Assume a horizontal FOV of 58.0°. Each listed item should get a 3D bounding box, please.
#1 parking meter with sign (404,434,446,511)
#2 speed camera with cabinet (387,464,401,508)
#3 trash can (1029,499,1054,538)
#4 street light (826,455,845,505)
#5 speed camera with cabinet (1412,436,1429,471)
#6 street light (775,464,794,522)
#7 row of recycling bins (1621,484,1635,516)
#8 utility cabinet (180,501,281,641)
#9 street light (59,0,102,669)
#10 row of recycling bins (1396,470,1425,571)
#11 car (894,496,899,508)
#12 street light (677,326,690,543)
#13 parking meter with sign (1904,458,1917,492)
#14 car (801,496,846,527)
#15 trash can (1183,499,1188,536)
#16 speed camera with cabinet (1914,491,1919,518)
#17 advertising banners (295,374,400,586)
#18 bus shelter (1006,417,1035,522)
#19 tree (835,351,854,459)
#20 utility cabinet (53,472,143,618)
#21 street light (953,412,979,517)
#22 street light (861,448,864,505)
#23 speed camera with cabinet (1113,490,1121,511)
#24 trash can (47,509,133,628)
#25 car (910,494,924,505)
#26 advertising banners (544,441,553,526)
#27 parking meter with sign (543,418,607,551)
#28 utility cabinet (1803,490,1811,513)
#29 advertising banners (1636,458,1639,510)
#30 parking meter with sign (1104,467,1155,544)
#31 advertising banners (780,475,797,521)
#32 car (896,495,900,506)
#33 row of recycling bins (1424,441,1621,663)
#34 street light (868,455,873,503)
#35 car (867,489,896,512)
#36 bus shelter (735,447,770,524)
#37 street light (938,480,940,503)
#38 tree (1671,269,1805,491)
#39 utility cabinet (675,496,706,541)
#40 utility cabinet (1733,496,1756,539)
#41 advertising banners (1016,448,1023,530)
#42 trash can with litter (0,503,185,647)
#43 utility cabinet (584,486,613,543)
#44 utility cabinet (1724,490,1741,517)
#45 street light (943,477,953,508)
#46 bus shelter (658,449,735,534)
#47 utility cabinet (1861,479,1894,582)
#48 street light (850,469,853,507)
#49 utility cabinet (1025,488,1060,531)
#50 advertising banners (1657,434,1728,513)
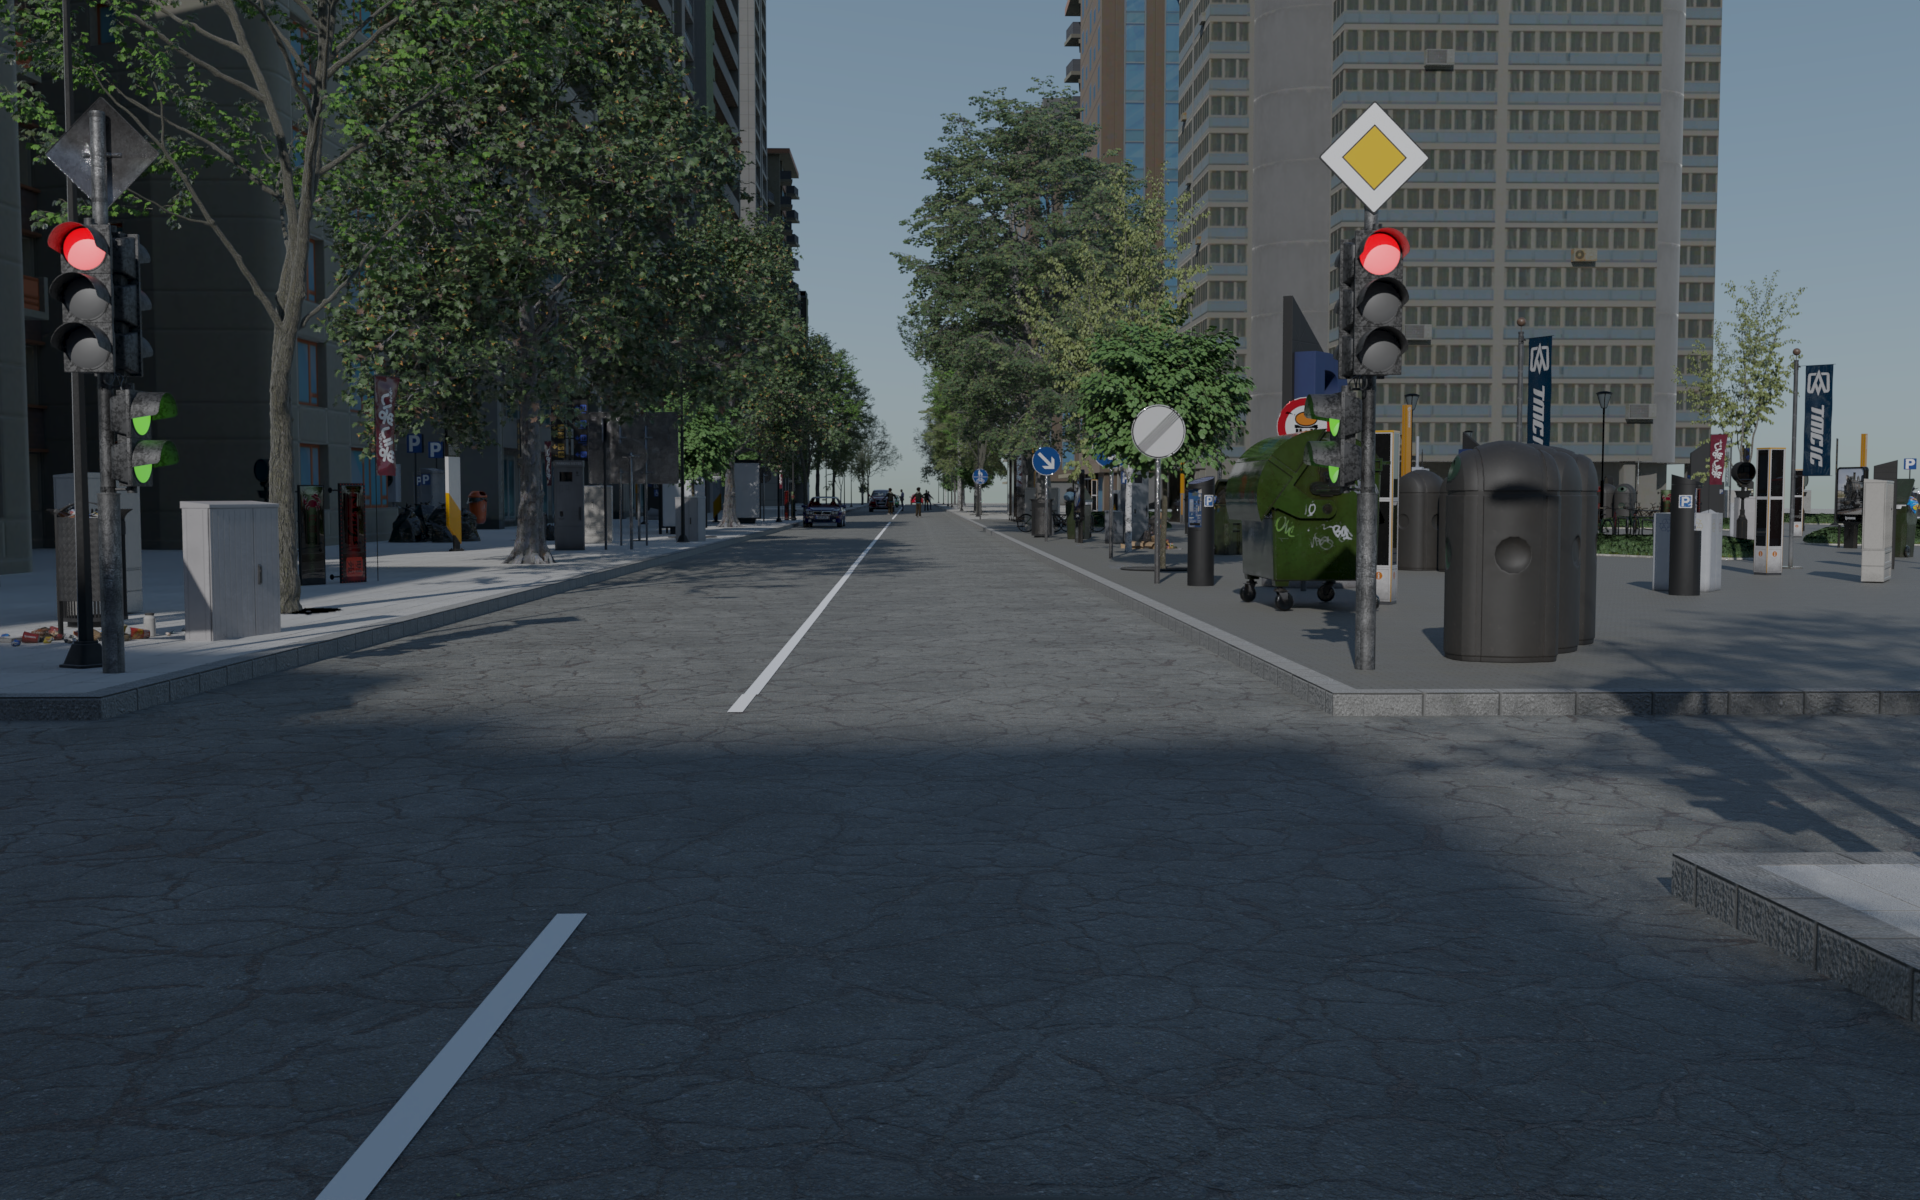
[{"bbox_3d":[-15.515,-3.354,51.102,0.543,3.016,1.738,1,4,21],"label":"parking meter with sign"},{"bbox_3d":[-17.347,-3.423,50.296,2.038,3.252,0.660,0,4,-2],"label":"speed camera with cabinet"},{"bbox_3d":[2.406,-2.405,50.983,0.748,1.137,0.748,0,3,0],"label":"trash can"},{"bbox_3d":[-8.876,-9.131,121.828,1.470,5.913,1.316,0,4,-2],"label":"street light"},{"bbox_3d":[16.349,-3.967,59.192,2.038,3.252,0.660,2,4,24],"label":"speed camera with cabinet"},{"bbox_3d":[-7.726,-6.503,78.871,1.470,5.913,1.316,0,4,-2],"label":"street light"},{"bbox_3d":[25.296,-3.782,68.947,1.069,1.692,3.534,-2,4,-33],"label":"row of recycling bins"},{"bbox_3d":[-6.525,-0.269,15.555,0.306,1.237,1.020,1,4,12],"label":"utility cabinet"},{"bbox_3d":[-5.947,-2.456,12.696,1.470,5.913,1.316,0,4,-2],"label":"street light"},{"bbox_3d":[8.108,-1.333,28.912,1.069,1.692,3.534,-3,5,-42],"label":"row of recycling bins"},{"bbox_3d":[-7.462,-10.733,184.284,1.959,1.807,4.718,0,4,-3],"label":"car"},{"bbox_3d":[-6.809,-4.480,45.784,1.470,5.913,1.316,0,4,-2],"label":"street light"},{"bbox_3d":[45.829,-5.349,83.710,0.543,3.016,1.738,2,4,32],"label":"parking meter with sign"},{"bbox_3d":[-5.925,-3.861,75.707,1.945,1.354,3.894,0,4,-1],"label":"car"},{"bbox_3d":[7.204,-2.536,53.114,0.748,1.137,0.748,0,3,0],"label":"trash can"},{"bbox_3d":[49.347,-5.712,87.733,2.038,3.252,0.660,1,4,21],"label":"speed camera with cabinet"},{"bbox_3d":[-8.790,-1.758,24.935,0.090,3.025,2.074,2,4,26],"label":"advertising banners"},{"bbox_3d":[3.199,-6.424,82.671,2.179,5.291,8.768,0,4,-1],"label":"bus shelter"},{"bbox_3d":[-8.790,-9.154,66.674,9.611,12.733,9.660,0,3,0],"label":"tree"},{"bbox_3d":[-9.013,-0.577,18.117,0.318,1.500,1.173,0,4,2],"label":"utility cabinet"},{"bbox_3d":[0.488,-7.650,97.612,1.470,5.913,1.316,0,4,-2],"label":"street light"},{"bbox_3d":[-10.302,-12.237,172.609,1.470,5.913,1.316,0,4,-2],"label":"street light"},{"bbox_3d":[7.270,-4.980,75.756,0.660,3.252,2.038,-2,4,-24],"label":"speed camera with cabinet"},{"bbox_3d":[-8.420,-0.315,16.798,0.748,1.137,0.748,0,3,0],"label":"trash can"},{"bbox_3d":[-5.759,-13.668,232.507,2.155,1.783,4.494,0,4,-1],"label":"car"},{"bbox_3d":[-13.073,-3.685,56.435,0.090,3.025,2.074,-3,4,-38],"label":"advertising banners"},{"bbox_3d":[-8.946,-2.648,39.554,1.738,3.016,0.543,-1,4,-15],"label":"parking meter with sign"},{"bbox_3d":[40.882,-4.601,83.909,0.318,1.500,1.173,3,5,44],"label":"utility cabinet"},{"bbox_3d":[32.289,-5.283,82.557,0.090,3.025,2.074,1,4,23],"label":"advertising banners"},{"bbox_3d":[4.523,-2.988,45.107,1.738,3.016,0.543,-3,5,-40],"label":"parking meter with sign"},{"bbox_3d":[-8.453,-5.403,84.533,0.090,3.025,2.074,-2,4,-30],"label":"advertising banners"},{"bbox_3d":[-8.357,-12.266,212.917,2.083,1.381,4.827,0,4,-2],"label":"car"},{"bbox_3d":[4.835,-0.463,14.676,1.069,1.692,3.534,2,4,25],"label":"row of recycling bins"},{"bbox_3d":[-11.081,-14.263,205.735,1.470,5.913,1.316,0,4,-2],"label":"street light"},{"bbox_3d":[-6.319,-8.032,139.995,2.281,1.827,5.304,0,4,-1],"label":"car"},{"bbox_3d":[-9.457,-5.100,77.302,2.014,3.302,5.546,0,4,-2],"label":"bus shelter"},{"bbox_3d":[-1.302,-11.724,164.220,1.470,5.913,1.316,0,4,-2],"label":"street light"},{"bbox_3d":[26.048,-6.558,57.579,4.737,8.622,4.395,0,3,0],"label":"tree"},{"bbox_3d":[-7.368,-2.210,47.297,1.020,1.237,0.306,3,5,44],"label":"utility cabinet"},{"bbox_3d":[21.827,-2.229,47.604,1.020,1.237,0.306,0,4,-2],"label":"utility cabinet"},{"bbox_3d":[2.520,-4.043,62.286,0.090,3.025,2.074,2,4,35],"label":"advertising banners"},{"bbox_3d":[-8.065,-0.262,15.338,2.233,1.210,1.678,0,3,0],"label":"trash can with litter"},{"bbox_3d":[-9.618,-2.218,44.936,1.173,1.500,0.318,0,4,-6],"label":"utility cabinet"},{"bbox_3d":[37.441,-4.582,83.600,1.173,1.500,0.318,0,4,-3],"label":"utility cabinet"},{"bbox_3d":[-0.409,-9.697,131.080,1.470,5.913,1.316,0,4,-2],"label":"street light"},{"bbox_3d":[-8.875,-3.885,57.451,2.014,3.302,5.546,0,4,-1],"label":"bus shelter"},{"bbox_3d":[13.467,-1.022,25.391,0.318,1.500,1.173,2,4,33],"label":"utility cabinet"},{"bbox_3d":[-9.816,-11.163,155.061,1.470,5.913,1.316,0,4,-2],"label":"street light"},{"bbox_3d":[2.816,-3.089,59.181,1.173,1.500,0.318,1,4,15],"label":"utility cabinet"},{"bbox_3d":[21.520,-3.348,50.920,0.090,3.025,2.074,-3,5,-40],"label":"advertising banners"}]
